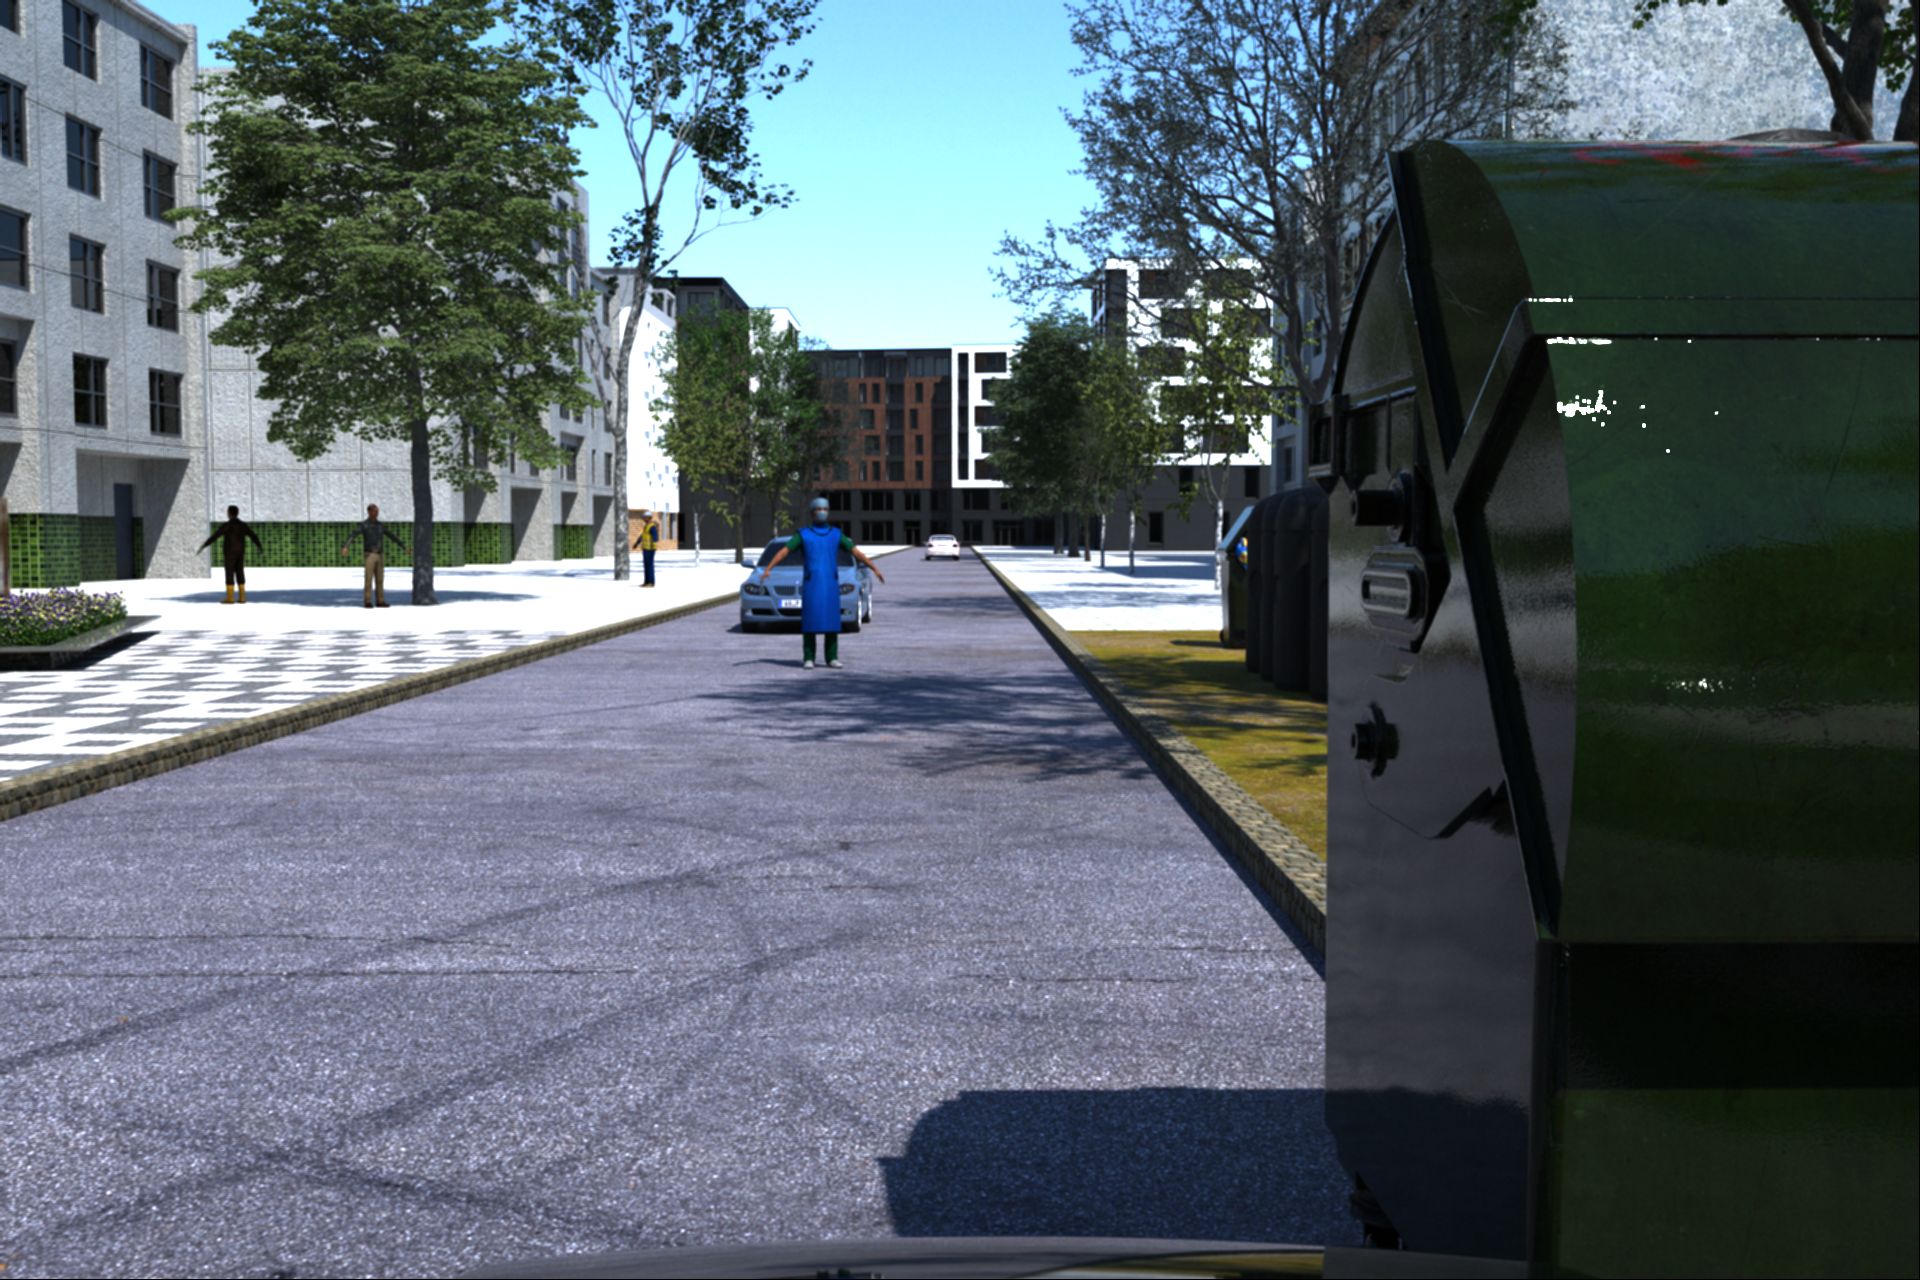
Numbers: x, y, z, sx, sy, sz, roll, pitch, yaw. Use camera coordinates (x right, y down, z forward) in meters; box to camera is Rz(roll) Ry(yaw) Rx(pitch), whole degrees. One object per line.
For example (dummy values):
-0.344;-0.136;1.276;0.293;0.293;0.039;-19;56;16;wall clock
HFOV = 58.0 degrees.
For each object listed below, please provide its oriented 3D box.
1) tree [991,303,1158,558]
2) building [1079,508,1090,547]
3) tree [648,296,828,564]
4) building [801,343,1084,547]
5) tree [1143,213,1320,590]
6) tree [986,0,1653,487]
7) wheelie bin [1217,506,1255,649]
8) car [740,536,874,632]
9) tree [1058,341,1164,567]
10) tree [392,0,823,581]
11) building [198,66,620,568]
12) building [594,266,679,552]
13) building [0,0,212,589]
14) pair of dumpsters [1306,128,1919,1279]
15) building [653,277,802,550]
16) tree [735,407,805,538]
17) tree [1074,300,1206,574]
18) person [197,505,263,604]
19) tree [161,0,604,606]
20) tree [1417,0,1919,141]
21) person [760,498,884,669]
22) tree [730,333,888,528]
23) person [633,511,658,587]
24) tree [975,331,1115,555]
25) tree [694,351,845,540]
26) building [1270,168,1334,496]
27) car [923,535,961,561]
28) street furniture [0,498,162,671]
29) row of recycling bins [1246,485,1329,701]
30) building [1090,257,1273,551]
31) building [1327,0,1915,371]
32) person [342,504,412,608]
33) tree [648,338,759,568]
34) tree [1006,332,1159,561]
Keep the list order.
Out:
6.227;-11.485;94.434;9.857;13.997;8.962;0;3;0;tree
21.902;-20.957;173.583;19.493;23.208;18.063;0;4;0;building
-9.587;-9.136;75.129;9.928;11.665;9.643;0;3;0;tree
-0.967;-21.592;199.466;32.646;21.610;27.936;1;4;9;building
6.034;-5.458;39.599;4.737;8.622;4.395;0;3;0;tree
6.035;-7.253;28.961;12.009;13.543;11.850;0;3;0;tree
3.279;-0.711;19.537;0.693;1.594;0.980;0;4;-1;wheelie bin
-2.312;-0.901;26.740;2.014;1.417;4.499;0;3;0;car
5.392;-7.128;66.899;4.360;8.622;3.978;0;3;0;tree
-10.022;-11.790;48.650;12.611;20.169;13.585;0;3;0;tree
-27.620;-13.158;81.596;16.747;18.905;31.486;0;4;1;building
-27.221;-16.344;123.646;16.016;20.090;11.380;0;4;0;building
-29.938;-10.209;33.382;16.747;18.905;31.486;0;4;0;building
2.803;0.141;2.652;4.436;2.255;1.574;0;4;-1;pair of dumpsters
-29.452;-18.971;154.146;27.936;21.610;32.646;0;4;0;building
-10.099;-8.749;93.414;4.737;8.622;4.395;0;3;0;tree
5.758;-6.429;55.478;4.737;8.622;4.395;0;3;0;tree
-13.387;-1.575;31.896;0.704;1.812;1.346;2;4;33;person
-10.001;-6.878;30.582;7.486;12.596;7.792;0;3;0;tree
4.650;-5.064;8.545;9.928;11.665;9.643;0;3;0;tree
-1.480;-0.605;18.473;1.347;1.817;0.704;-1;4;-17;person
-9.459;-11.930;105.427;12.009;13.543;11.850;0;3;0;tree
-7.551;-2.193;41.821;0.705;1.833;1.349;-2;4;-32;person
6.058;-12.295;107.681;9.857;13.997;8.962;0;3;0;tree
-9.325;-9.189;84.654;8.767;10.594;7.601;1;4;13;tree
25.021;-12.864;76.792;16.747;18.905;31.486;0;3;0;building
-0.979;-5.060;95.095;2.083;1.381;4.827;0;4;-1;car
-11.789;-0.645;17.395;11.010;1.723;9.812;-1;4;-19;street furniture
3.099;-0.467;14.750;1.069;1.692;3.534;0;4;-1;row of recycling bins
24.621;-18.367;144.280;27.936;21.610;32.646;0;4;0;building
21.587;-13.258;47.705;19.493;23.208;18.063;0;4;0;building
-10.182;-1.459;30.125;0.705;1.796;1.348;3;4;39;person
-9.835;-7.020;65.133;4.737;8.622;4.395;0;3;0;tree
5.647;-8.949;80.728;7.601;10.594;8.767;-1;4;-16;tree
